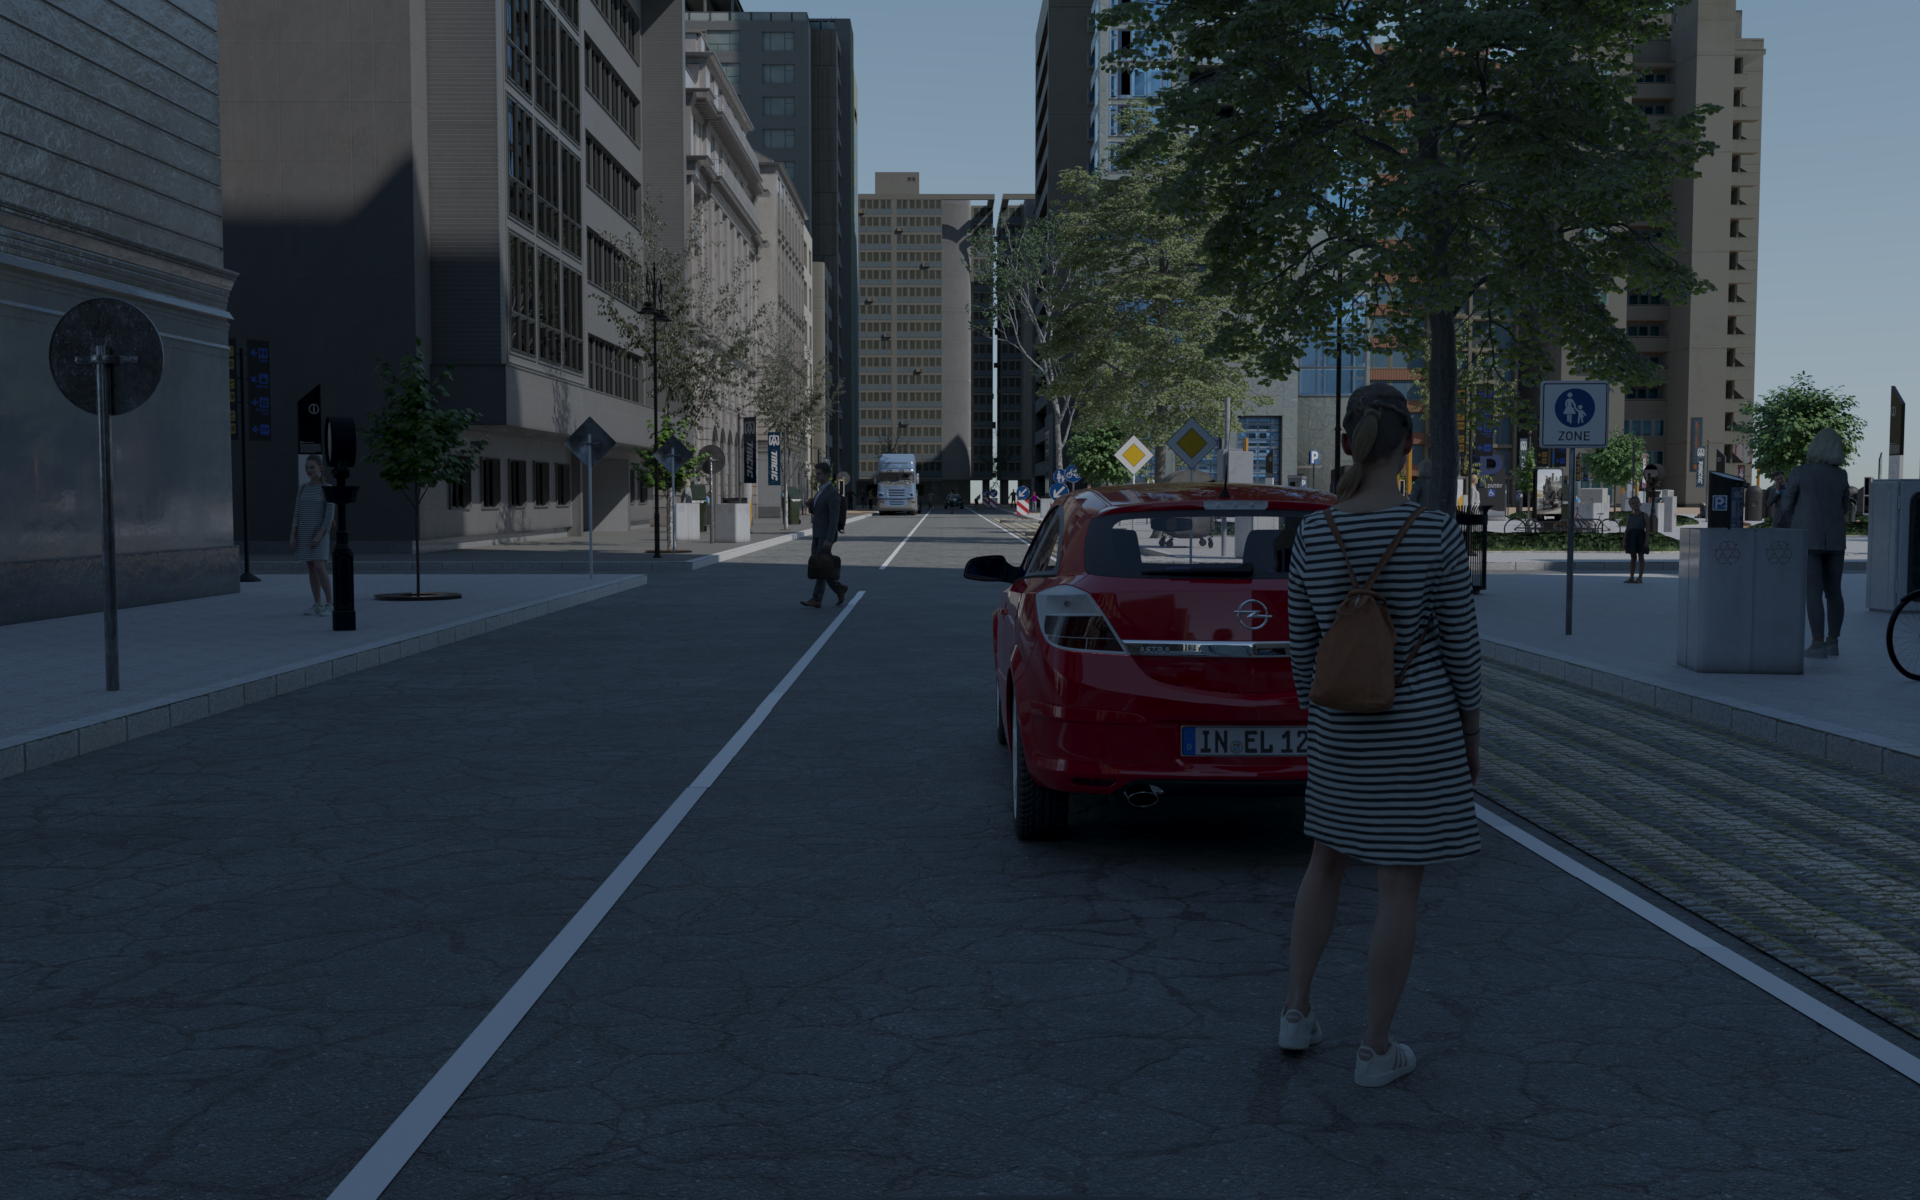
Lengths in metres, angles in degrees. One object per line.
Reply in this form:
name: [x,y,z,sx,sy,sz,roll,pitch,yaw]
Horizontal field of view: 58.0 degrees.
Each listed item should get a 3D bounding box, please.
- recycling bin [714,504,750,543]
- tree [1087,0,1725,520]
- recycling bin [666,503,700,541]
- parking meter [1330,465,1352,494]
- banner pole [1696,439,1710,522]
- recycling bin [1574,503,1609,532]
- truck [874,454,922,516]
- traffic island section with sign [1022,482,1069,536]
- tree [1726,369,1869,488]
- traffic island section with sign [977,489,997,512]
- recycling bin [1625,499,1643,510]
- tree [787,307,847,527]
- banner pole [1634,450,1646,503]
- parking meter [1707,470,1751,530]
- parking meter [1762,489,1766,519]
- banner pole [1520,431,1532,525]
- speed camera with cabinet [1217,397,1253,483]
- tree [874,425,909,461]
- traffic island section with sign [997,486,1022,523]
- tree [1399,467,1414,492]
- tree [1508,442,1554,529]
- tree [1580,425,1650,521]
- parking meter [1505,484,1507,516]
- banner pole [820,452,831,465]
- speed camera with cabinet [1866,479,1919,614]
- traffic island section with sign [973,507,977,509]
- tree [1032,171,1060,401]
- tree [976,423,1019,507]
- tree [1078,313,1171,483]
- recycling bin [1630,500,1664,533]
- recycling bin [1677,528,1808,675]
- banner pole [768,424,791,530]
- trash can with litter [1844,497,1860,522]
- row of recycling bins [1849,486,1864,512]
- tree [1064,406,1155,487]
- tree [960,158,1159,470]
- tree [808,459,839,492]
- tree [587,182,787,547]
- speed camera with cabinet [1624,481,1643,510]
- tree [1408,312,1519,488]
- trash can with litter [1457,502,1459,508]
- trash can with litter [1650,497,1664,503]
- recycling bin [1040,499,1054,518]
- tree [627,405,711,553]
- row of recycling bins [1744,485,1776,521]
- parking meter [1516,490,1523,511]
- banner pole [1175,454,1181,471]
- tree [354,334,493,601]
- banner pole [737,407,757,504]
recycling bin: [-6.032,-2.035,45.833,0.722,1.027,0.722,2,4,23]
tree: [5.199,-6.212,19.692,7.486,12.596,7.792,0,3,0]
recycling bin: [-7.668,-2.164,47.941,0.722,1.027,0.722,-2,4,-31]
parking meter: [7.699,-1.794,35.046,0.255,1.863,0.399,-3,4,-39]
banner pole: [34.024,-5.460,79.293,0.863,3.779,0.401,-1,4,-17]
recycling bin: [18.183,-2.285,49.917,0.722,1.027,0.722,-2,4,-31]
truck: [-4.148,-8.090,122.022,2.967,4.110,18.799,0,4,0]
traffic island section with sign: [3.239,-3.105,59.395,1.989,1.847,2.006,0,4,-1]
tree: [22.120,-3.798,45.811,4.285,4.588,4.351,0,3,0]
traffic island section with sign: [2.531,-7.839,136.800,1.989,1.847,2.006,0,4,-1]
recycling bin: [36.820,-5.021,94.644,0.722,1.027,0.722,3,5,42]
tree: [-6.609,-7.086,66.213,4.360,8.622,3.978,0,3,0]
banner pole: [38.485,-6.604,97.999,0.863,3.779,0.401,0,4,3]
parking meter: [8.178,-0.617,18.495,0.372,1.533,0.369,0,3,0]
parking meter: [41.705,-4.977,89.777,0.372,1.533,0.369,0,3,0]
banner pole: [22.371,-4.801,68.511,0.863,3.779,0.401,-3,4,-36]
speed camera with cabinet: [5.782,-2.477,34.834,0.660,3.252,2.038,-1,4,-12]
tree: [-7.321,-14.342,184.858,4.360,8.622,3.978,0,3,0]
traffic island section with sign: [2.986,-4.754,86.349,1.989,1.847,2.006,0,4,-1]
tree: [26.641,-6.795,105.694,1.663,3.219,1.824,0,3,0]
tree: [21.089,-4.248,64.052,1.663,3.219,1.824,0,3,0]
tree: [31.091,-6.017,82.099,4.285,4.588,4.351,0,3,0]
parking meter: [31.073,-5.705,98.982,0.255,1.863,0.399,2,4,33]
banner pole: [-8.129,-6.966,103.905,0.863,3.779,0.401,-2,4,-28]
speed camera with cabinet: [10.996,-1.493,18.754,2.038,3.252,0.660,0,4,-3]
traffic island section with sign: [2.272,-9.503,163.994,1.989,1.847,2.006,0,4,-1]
tree: [5.806,-8.077,50.182,7.486,12.596,7.792,0,3,0]
tree: [3.929,-13.921,177.967,4.360,8.622,3.978,0,3,0]
tree: [6.431,-7.242,68.776,4.737,8.622,4.395,0,3,0]
recycling bin: [19.854,-2.288,49.955,0.722,1.027,0.722,2,4,33]
recycling bin: [5.705,-0.007,12.664,0.722,1.027,0.722,1,4,10]
banner pole: [-6.431,-4.369,61.446,0.863,3.779,0.401,-1,4,-22]
trash can with litter: [33.997,-3.354,66.218,0.624,1.170,1.055,3,5,44]
row of recycling bins: [45.475,-4.920,87.559,1.069,1.692,3.534,-2,4,-30]
tree: [5.451,-4.850,63.010,4.285,4.588,4.351,0,3,0]
tree: [5.945,-14.902,99.541,12.611,20.169,13.585,0,3,0]
tree: [-7.214,-6.053,93.566,1.663,3.219,1.824,0,3,0]
tree: [-6.767,-5.598,41.889,4.360,8.622,3.978,0,3,0]
speed camera with cabinet: [41.504,-6.868,106.627,0.660,3.252,2.038,0,4,-3]
tree: [19.293,-7.173,67.641,4.737,8.622,4.395,0,3,0]
trash can with litter: [18.061,-3.186,63.476,0.624,1.170,1.055,0,4,5]
trash can with litter: [26.102,-3.309,65.485,1.055,1.170,0.624,0,4,-5]
recycling bin: [4.739,-4.998,94.269,0.722,1.027,0.722,0,4,3]
tree: [-6.472,-2.659,38.073,1.663,3.219,1.824,0,3,0]
row of recycling bins: [38.329,-4.615,82.565,3.534,1.692,1.069,0,4,6]
parking meter: [33.205,-5.775,102.828,0.372,1.533,0.369,0,3,0]
banner pole: [10.516,-5.729,83.679,0.401,3.779,0.863,-1,4,-14]
tree: [-6.582,-1.617,21.036,1.663,3.219,1.824,0,3,0]
banner pole: [-6.128,-3.640,49.531,0.863,3.779,0.401,2,4,32]
